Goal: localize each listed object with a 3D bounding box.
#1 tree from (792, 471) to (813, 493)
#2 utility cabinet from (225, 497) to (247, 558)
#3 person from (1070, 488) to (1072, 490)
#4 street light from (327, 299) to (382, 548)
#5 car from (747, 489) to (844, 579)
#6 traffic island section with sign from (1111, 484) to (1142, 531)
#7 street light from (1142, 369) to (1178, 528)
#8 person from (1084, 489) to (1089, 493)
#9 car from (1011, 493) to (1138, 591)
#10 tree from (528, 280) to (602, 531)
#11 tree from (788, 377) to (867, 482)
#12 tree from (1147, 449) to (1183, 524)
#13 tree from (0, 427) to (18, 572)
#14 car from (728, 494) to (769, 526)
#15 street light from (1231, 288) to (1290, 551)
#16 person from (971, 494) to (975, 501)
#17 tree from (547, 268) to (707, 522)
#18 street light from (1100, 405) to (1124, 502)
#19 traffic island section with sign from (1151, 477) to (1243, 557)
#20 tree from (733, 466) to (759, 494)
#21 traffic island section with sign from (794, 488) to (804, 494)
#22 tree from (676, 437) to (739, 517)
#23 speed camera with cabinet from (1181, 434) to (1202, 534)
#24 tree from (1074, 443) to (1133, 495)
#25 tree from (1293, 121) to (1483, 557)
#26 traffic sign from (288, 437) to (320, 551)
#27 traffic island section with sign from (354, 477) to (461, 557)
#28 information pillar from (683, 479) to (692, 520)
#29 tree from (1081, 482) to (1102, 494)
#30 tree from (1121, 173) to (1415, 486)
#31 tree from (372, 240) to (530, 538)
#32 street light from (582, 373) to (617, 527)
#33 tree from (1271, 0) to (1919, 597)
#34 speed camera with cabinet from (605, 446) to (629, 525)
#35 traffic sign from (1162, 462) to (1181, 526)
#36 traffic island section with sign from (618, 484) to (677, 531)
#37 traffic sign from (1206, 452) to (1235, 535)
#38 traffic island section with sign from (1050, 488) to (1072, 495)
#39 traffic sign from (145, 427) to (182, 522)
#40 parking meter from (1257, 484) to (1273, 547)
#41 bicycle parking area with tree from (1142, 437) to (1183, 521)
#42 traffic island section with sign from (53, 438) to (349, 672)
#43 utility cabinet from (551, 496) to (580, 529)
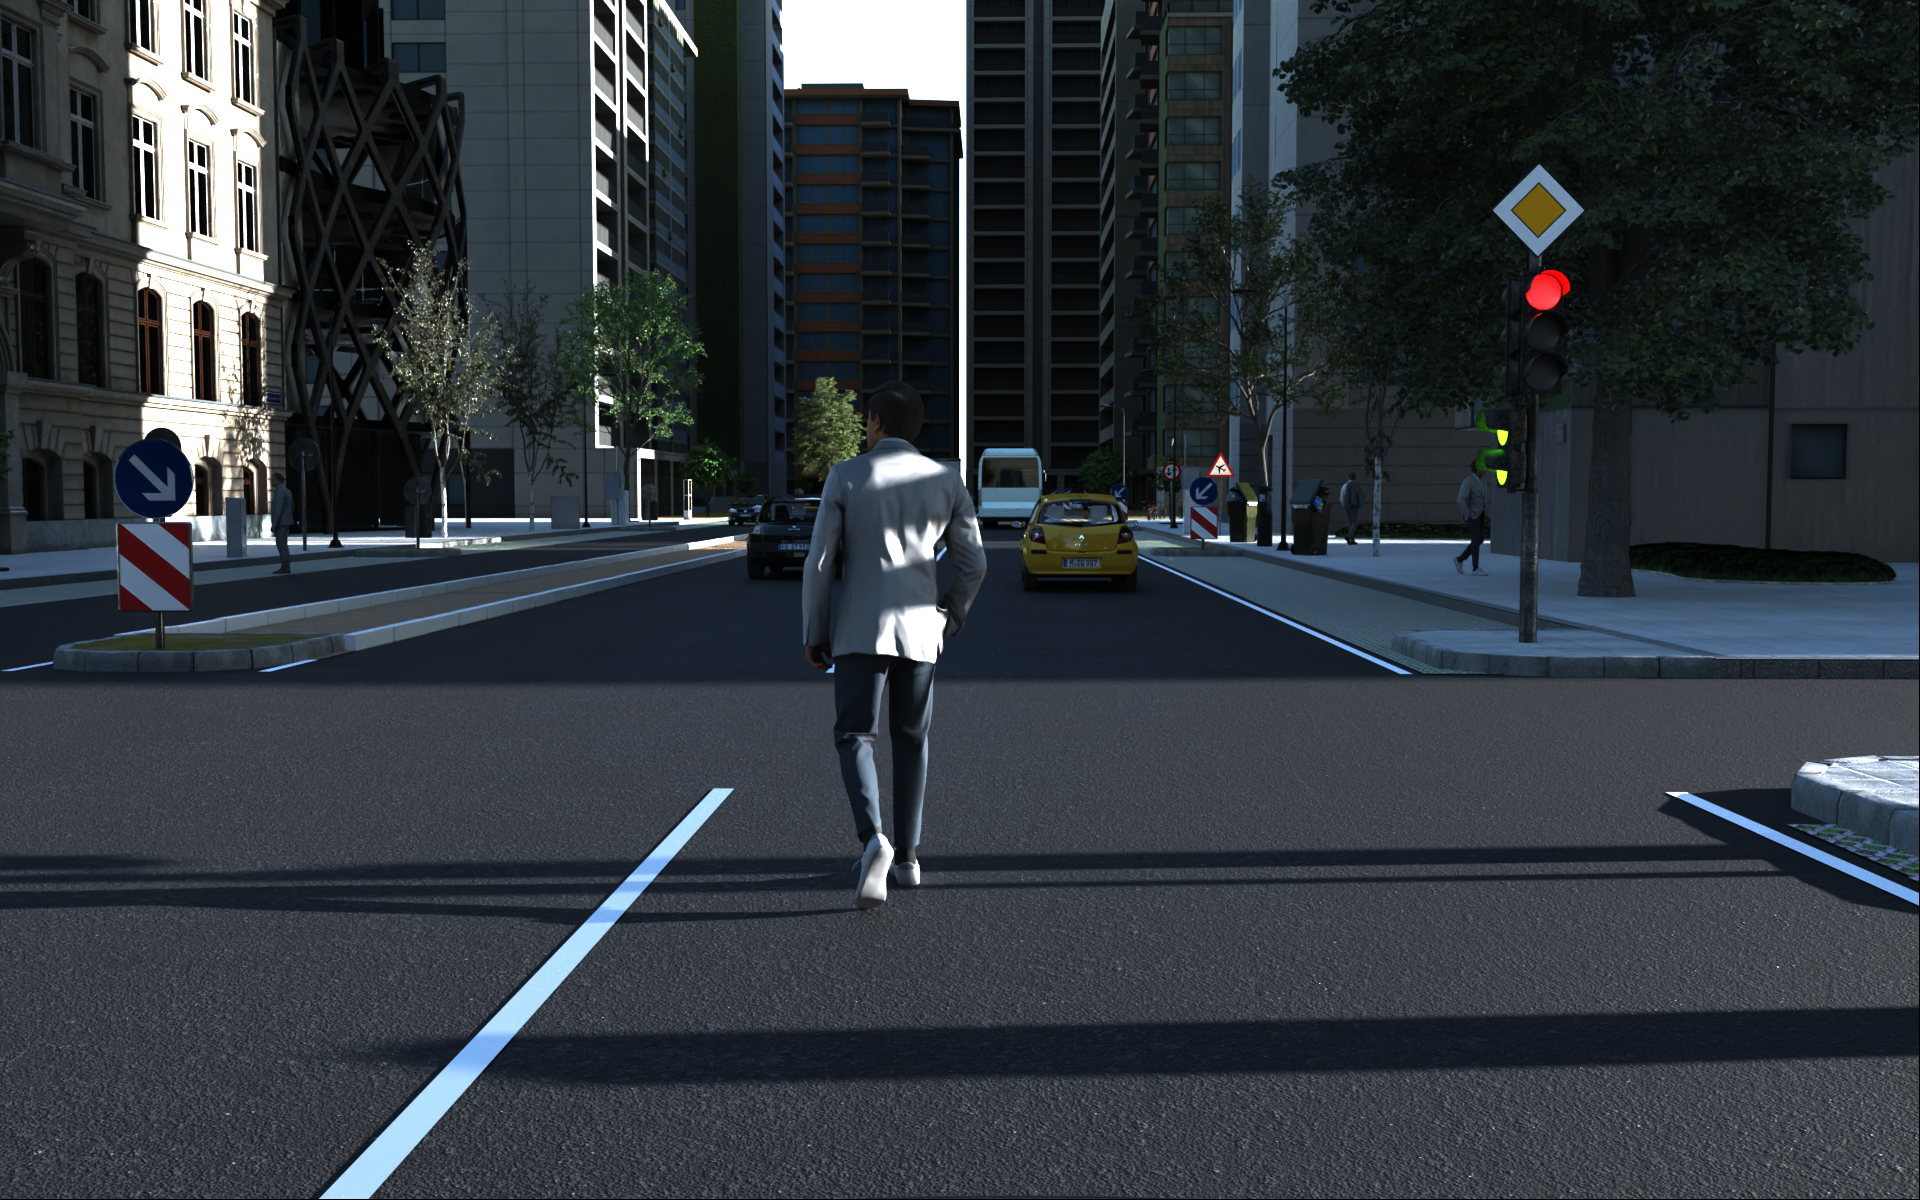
[{"bbox_3d":[-13.094,-9.267,146.112,1.663,3.219,1.824,0,3,0],"label":"tree"},{"bbox_3d":[-14.783,-1.483,35.411,0.306,1.237,1.020,-1,4,-17],"label":"utility cabinet"},{"bbox_3d":[9.793,-8.987,153.059,0.705,1.814,1.350,1,4,11],"label":"person"},{"bbox_3d":[-14.417,-4.205,41.295,1.470,5.913,1.316,0,4,1],"label":"street light"},{"bbox_3d":[-2.699,-1.281,30.728,2.009,1.686,4.222,0,4,2],"label":"car"},{"bbox_3d":[6.062,-3.604,67.557,1.989,1.847,2.006,0,4,1],"label":"traffic island section with sign"},{"bbox_3d":[7.469,-5.634,64.660,1.470,5.913,1.316,0,4,1],"label":"street light"},{"bbox_3d":[7.168,-5.538,99.835,0.721,1.735,1.217,1,4,21],"label":"person"},{"bbox_3d":[1.808,-1.026,27.003,2.015,1.641,3.980,0,4,1],"label":"car"},{"bbox_3d":[-14.579,-6.655,59.180,4.360,8.622,3.978,0,3,0],"label":"tree"},{"bbox_3d":[-12.776,-15.270,167.795,7.486,12.596,7.792,0,3,0],"label":"tree"},{"bbox_3d":[9.049,-4.857,74.017,1.663,3.219,1.824,0,3,0],"label":"tree"},{"bbox_3d":[-16.456,-2.076,28.540,1.663,3.219,1.824,0,3,0],"label":"tree"},{"bbox_3d":[-9.499,-4.235,79.024,2.009,1.686,4.222,0,4,1],"label":"car"},{"bbox_3d":[6.811,-4.078,39.218,1.470,5.913,1.316,0,4,1],"label":"street light"},{"bbox_3d":[0.918,-7.443,133.374,0.799,1.438,0.628,1,4,20],"label":"person"},{"bbox_3d":[-15.202,-9.387,79.225,9.928,11.665,9.643,0,3,0],"label":"tree"},{"bbox_3d":[7.952,-7.183,89.977,1.470,5.913,1.316,0,4,1],"label":"street light"},{"bbox_3d":[5.483,-1.941,40.370,1.989,1.847,2.006,0,4,1],"label":"traffic island section with sign"},{"bbox_3d":[-14.366,-7.372,115.137,1.663,3.219,1.824,0,3,0],"label":"tree"},{"bbox_3d":[-10.978,-6.708,118.305,1.989,1.847,2.006,0,4,1],"label":"traffic island section with sign"},{"bbox_3d":[-14.325,-6.976,97.776,4.285,4.588,4.351,0,3,0],"label":"tree"},{"bbox_3d":[7.601,-3.813,56.685,0.660,3.252,2.038,0,4,5],"label":"speed camera with cabinet"},{"bbox_3d":[9.592,-7.851,112.076,4.285,4.588,4.351,0,3,0],"label":"tree"},{"bbox_3d":[8.770,-5.195,35.302,4.360,8.622,3.978,0,3,0],"label":"tree"},{"bbox_3d":[-14.790,-2.381,39.028,0.768,2.556,0.104,1,4,8],"label":"traffic sign"},{"bbox_3d":[-12.656,-1.917,39.979,1.989,1.847,2.006,0,4,1],"label":"traffic island section with sign"},{"bbox_3d":[-13.688,-5.048,87.031,0.304,2.012,0.304,1,4,22],"label":"information pillar"},{"bbox_3d":[10.432,-8.623,135.595,1.663,3.219,1.824,0,3,0],"label":"tree"},{"bbox_3d":[8.840,-7.053,49.736,8.767,10.594,7.601,0,4,6],"label":"tree"},{"bbox_3d":[-14.984,-6.109,50.244,4.360,8.622,3.978,0,3,0],"label":"tree"},{"bbox_3d":[-13.841,-5.744,66.457,1.470,5.913,1.316,0,4,1],"label":"street light"},{"bbox_3d":[8.107,-7.025,21.520,9.857,13.997,8.962,0,3,0],"label":"tree"},{"bbox_3d":[-14.279,-4.756,72.096,0.660,3.252,2.038,0,4,1],"label":"speed camera with cabinet"},{"bbox_3d":[8.370,-4.183,68.491,0.768,2.556,0.104,1,4,9],"label":"traffic sign"},{"bbox_3d":[-12.073,-3.579,67.150,1.989,1.847,2.006,0,4,1],"label":"traffic island section with sign"},{"bbox_3d":[8.090,-3.291,53.811,0.884,2.594,0.081,0,4,7],"label":"traffic sign"},{"bbox_3d":[7.117,-6.626,116.962,1.989,1.847,2.006,0,4,1],"label":"traffic island section with sign"},{"bbox_3d":[-15.255,-2.019,33.119,0.768,2.556,0.104,0,4,4],"label":"traffic sign"},{"bbox_3d":[7.479,-2.084,42.480,0.372,1.533,0.369,0,3,0],"label":"parking meter"},{"bbox_3d":[13.174,-6.084,86.470,8.231,4.147,9.016,2,4,23],"label":"bicycle parking area with tree"},{"bbox_3d":[-6.617,-0.413,14.897,2.006,1.907,1.989,0,4,1],"label":"traffic island section with sign"},{"bbox_3d":[-14.544,-3.221,63.832,1.020,1.237,0.306,-1,4,-13],"label":"utility cabinet"}]
